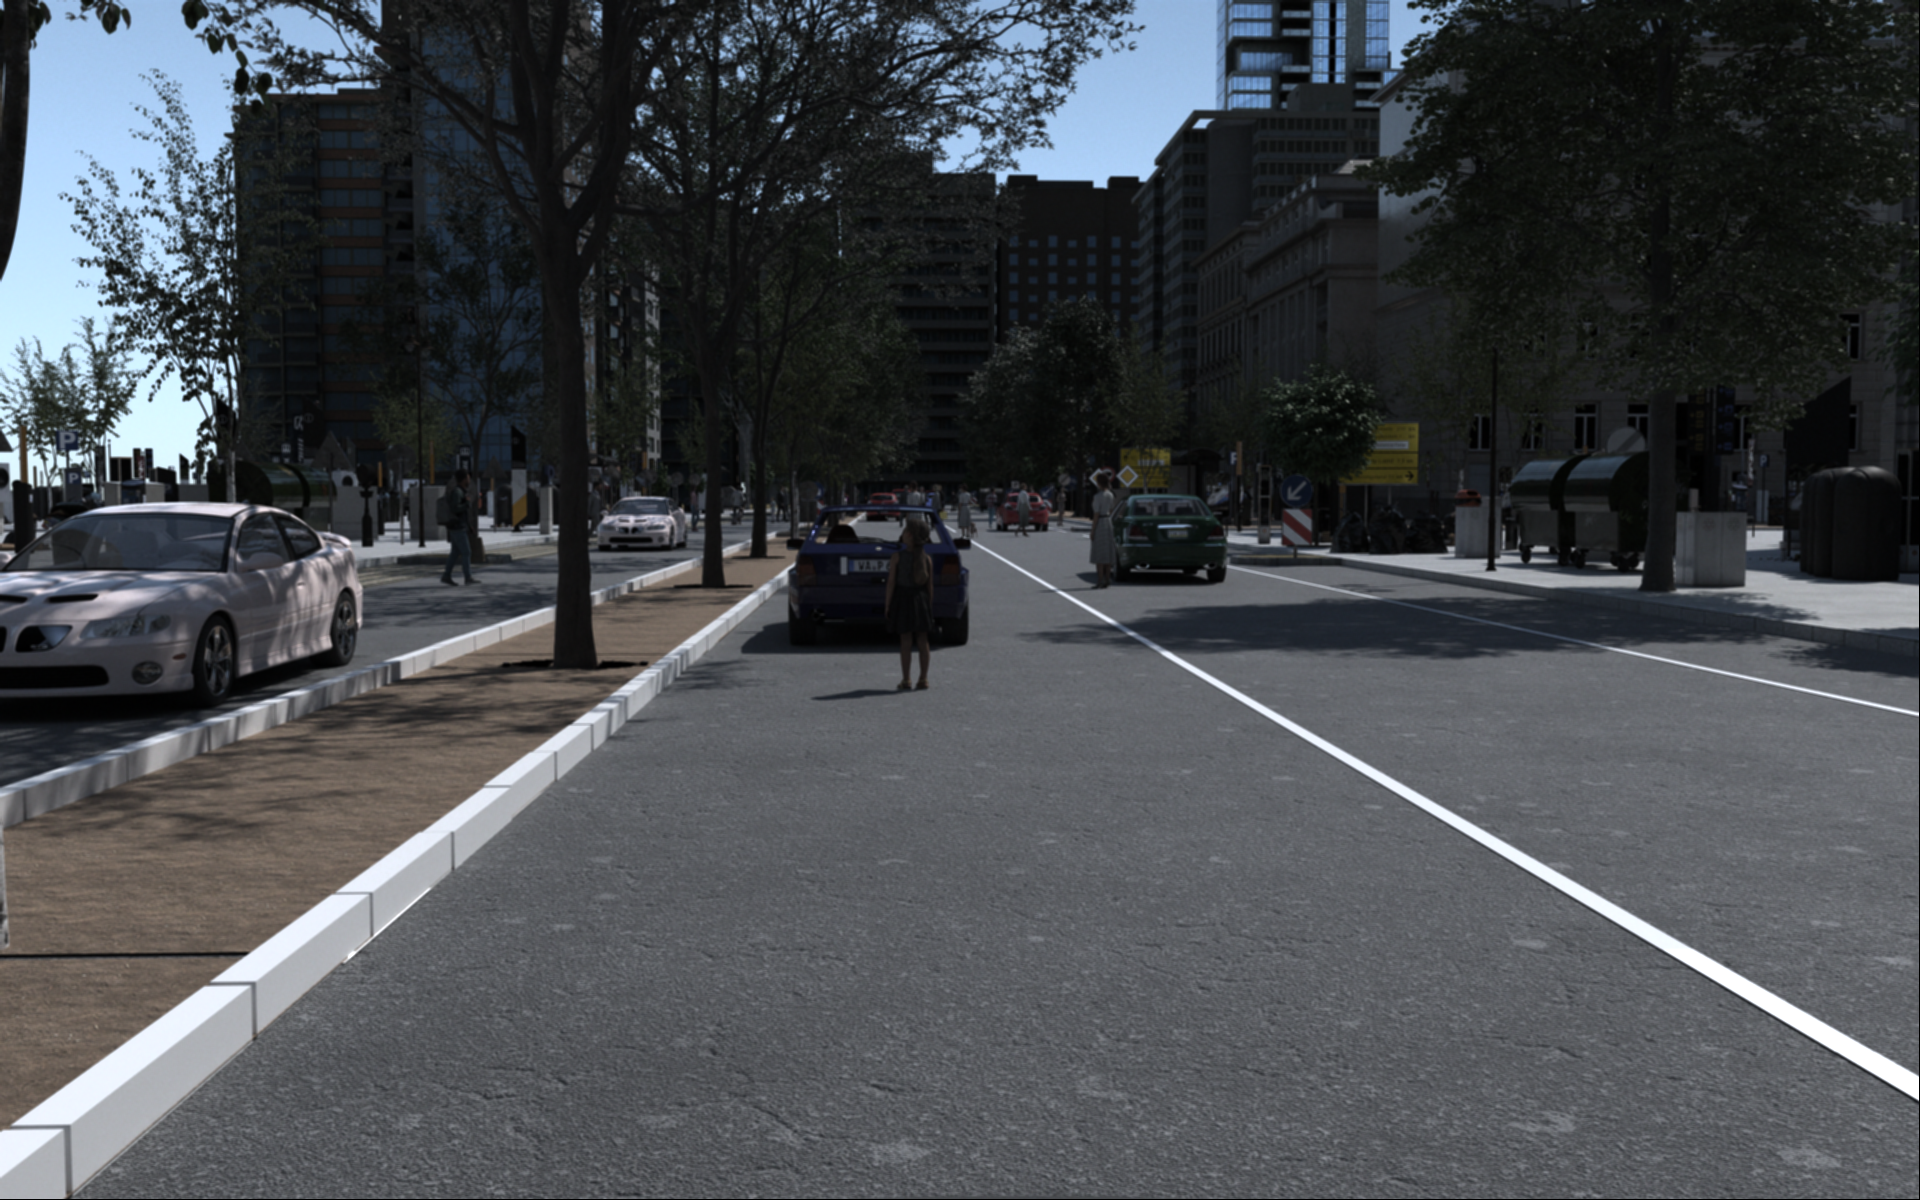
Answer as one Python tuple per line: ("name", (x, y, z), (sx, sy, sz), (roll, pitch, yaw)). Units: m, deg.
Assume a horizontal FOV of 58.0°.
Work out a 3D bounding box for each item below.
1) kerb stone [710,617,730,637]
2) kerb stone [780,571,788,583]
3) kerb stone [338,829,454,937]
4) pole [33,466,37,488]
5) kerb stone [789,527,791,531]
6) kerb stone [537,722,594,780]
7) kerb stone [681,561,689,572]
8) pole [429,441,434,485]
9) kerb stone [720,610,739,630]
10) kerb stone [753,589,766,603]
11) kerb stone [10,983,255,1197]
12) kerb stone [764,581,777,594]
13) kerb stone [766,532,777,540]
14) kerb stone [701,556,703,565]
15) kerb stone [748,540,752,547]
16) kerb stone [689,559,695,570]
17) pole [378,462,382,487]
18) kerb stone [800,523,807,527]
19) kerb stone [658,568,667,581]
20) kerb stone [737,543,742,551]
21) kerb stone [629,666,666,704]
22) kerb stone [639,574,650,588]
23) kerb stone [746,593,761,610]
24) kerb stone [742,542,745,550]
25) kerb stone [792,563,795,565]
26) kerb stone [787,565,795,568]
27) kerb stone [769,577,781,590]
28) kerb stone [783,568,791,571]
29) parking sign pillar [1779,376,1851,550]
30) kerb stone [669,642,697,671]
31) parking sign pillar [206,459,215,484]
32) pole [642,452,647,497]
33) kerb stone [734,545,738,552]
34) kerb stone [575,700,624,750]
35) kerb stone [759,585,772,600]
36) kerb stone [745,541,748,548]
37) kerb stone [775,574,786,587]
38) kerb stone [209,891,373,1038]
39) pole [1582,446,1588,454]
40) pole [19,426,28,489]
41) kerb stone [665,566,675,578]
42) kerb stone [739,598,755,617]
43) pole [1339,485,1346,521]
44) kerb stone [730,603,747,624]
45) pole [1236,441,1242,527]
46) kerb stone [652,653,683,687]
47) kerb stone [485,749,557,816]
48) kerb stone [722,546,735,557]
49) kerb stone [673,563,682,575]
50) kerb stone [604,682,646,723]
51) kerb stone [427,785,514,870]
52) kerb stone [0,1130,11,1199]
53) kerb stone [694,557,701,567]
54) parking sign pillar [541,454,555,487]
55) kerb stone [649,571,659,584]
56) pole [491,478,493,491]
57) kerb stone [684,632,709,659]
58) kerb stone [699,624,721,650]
("kerb stone", (-2.433, 0.305, 17.328), (0.120, 0.150, 1.000), (0, 4, -2))
("kerb stone", (-2.835, -0.326, 27.572), (0.120, 0.150, 1.000), (0, 4, -2))
("kerb stone", (-1.972, 0.986, 6.078), (0.120, 0.150, 1.000), (0, 4, -2))
("pole", (-67.295, -8.088, 126.075), (0.158, 3.312, 0.155), (0, 3, 0))
("kerb stone", (-6.629, -2.865, 69.031), (0.120, 0.150, 1.000), (0, 4, -2))
("kerb stone", (-2.094, 0.801, 9.148), (0.120, 0.150, 1.000), (0, 4, -2))
("kerb stone", (-5.108, -0.575, 31.591), (0.120, 0.150, 1.000), (0, 4, -2))
("pole", (-20.177, -4.427, 66.222), (0.158, 3.312, 0.155), (0, 3, 0))
("kerb stone", (-2.471, 0.238, 18.357), (0.120, 0.150, 1.000), (0, 4, -2))
("kerb stone", (-2.641, -0.011, 22.457), (0.120, 0.150, 1.000), (0, 4, -2))
("kerb stone", (-1.889, 1.111, 4.023), (0.120, 0.150, 1.000), (0, 4, -2))
("kerb stone", (-2.723, -0.140, 24.507), (0.120, 0.150, 1.000), (0, 4, -2))
("kerb stone", (-6.107, -2.076, 56.162), (0.120, 0.150, 1.000), (0, 4, -2))
("kerb stone", (-5.241, -0.760, 34.665), (0.120, 0.150, 1.000), (0, 4, -2))
("kerb stone", (-5.690, -1.452, 45.931), (0.120, 0.150, 1.000), (0, 4, -2))
("kerb stone", (-5.154, -0.637, 32.612), (0.120, 0.150, 1.000), (0, 4, -2))
("pole", (-36.770, -7.095, 109.840), (0.158, 3.312, 0.155), (0, 3, 0))
("kerb stone", (-6.965, -3.366, 77.235), (0.120, 0.150, 1.000), (0, 4, -2))
("kerb stone", (-4.992, -0.387, 28.522), (0.120, 0.150, 1.000), (0, 4, -2))
("kerb stone", (-5.571, -1.261, 42.867), (0.120, 0.150, 1.000), (0, 4, -2))
("kerb stone", (-2.219, 0.611, 12.213), (0.120, 0.150, 1.000), (0, 4, -2))
("kerb stone", (-4.906, -0.262, 26.480), (0.120, 0.150, 1.000), (0, 4, -2))
("kerb stone", (-2.596, 0.049, 21.436), (0.120, 0.150, 1.000), (0, 4, -2))
("kerb stone", (-5.606, -1.326, 43.888), (0.120, 0.150, 1.000), (0, 4, -2))
("kerb stone", (-2.977, -0.513, 30.642), (0.120, 0.150, 1.000), (0, 4, -2))
("kerb stone", (-2.933, -0.453, 29.621), (0.120, 0.150, 1.000), (0, 4, -2))
("kerb stone", (-2.764, -0.204, 25.528), (0.120, 0.150, 1.000), (0, 4, -2))
("kerb stone", (-2.887, -0.389, 28.593), (0.120, 0.150, 1.000), (0, 4, -2))
("parking sign pillar", (19.686, -3.140, 39.811), (1.447, 3.967, 1.447), (2, 4, 24))
("kerb stone", (-2.305, 0.488, 14.255), (0.120, 0.150, 1.000), (0, 4, -2))
("parking sign pillar", (-42.357, -6.758, 98.965), (1.447, 3.967, 1.447), (-3, 5, -44))
("pole", (-15.320, -5.520, 84.098), (0.158, 3.312, 0.155), (0, 3, 0))
("kerb stone", (-5.525, -1.201, 41.834), (0.120, 0.150, 1.000), (0, 4, -2))
("kerb stone", (-2.128, 0.736, 10.169), (0.120, 0.150, 1.000), (0, 4, -2))
("kerb stone", (-2.676, -0.074, 23.486), (0.120, 0.150, 1.000), (0, 4, -2))
("kerb stone", (-5.655, -1.389, 44.909), (0.120, 0.150, 1.000), (0, 4, -2))
("kerb stone", (-2.797, -0.265, 26.549), (0.120, 0.150, 1.000), (0, 4, -2))
("kerb stone", (-1.933, 1.048, 5.057), (0.120, 0.150, 1.000), (0, 4, -2))
("pole", (26.373, -4.852, 73.179), (0.158, 3.312, 0.155), (0, 3, 0))
("pole", (-27.973, -3.543, 51.772), (0.158, 3.312, 0.155), (0, 3, 0))
("kerb stone", (-5.022, -0.449, 29.544), (0.120, 0.150, 1.000), (0, 4, -2))
("kerb stone", (-2.551, 0.109, 20.407), (0.120, 0.150, 1.000), (0, 4, -2))
("pole", (11.468, -3.550, 51.885), (0.158, 3.312, 0.155), (0, 3, 0))
("kerb stone", (-2.509, 0.174, 19.381), (0.120, 0.150, 1.000), (0, 4, -2))
("pole", (10.814, -4.484, 67.160), (0.158, 3.312, 0.155), (0, 3, 0))
("kerb stone", (-2.259, 0.549, 13.234), (0.120, 0.150, 1.000), (0, 4, -2))
("kerb stone", (-2.057, 0.861, 8.120), (0.120, 0.150, 1.000), (0, 4, -2))
("kerb stone", (-5.478, -1.139, 40.814), (0.120, 0.150, 1.000), (0, 4, -2))
("kerb stone", (-5.066, -0.512, 30.565), (0.120, 0.150, 1.000), (0, 4, -2))
("kerb stone", (-2.175, 0.673, 11.192), (0.120, 0.150, 1.000), (0, 4, -2))
("kerb stone", (-2.008, 0.927, 7.100), (0.120, 0.150, 1.000), (0, 4, -2))
("kerb stone", (-1.850, 1.174, 3.002), (0.120, 0.150, 1.000), (0, 4, -2))
("kerb stone", (-5.194, -0.698, 33.644), (0.120, 0.150, 1.000), (0, 4, -2))
("parking sign pillar", (-27.708, -7.835, 116.567), (1.447, 3.967, 1.447), (1, 4, 9))
("kerb stone", (-4.946, -0.324, 27.501), (0.120, 0.150, 1.000), (0, 4, -2))
("pole", (-33.147, -7.886, 122.785), (0.158, 3.312, 0.155), (0, 3, 0))
("kerb stone", (-2.345, 0.423, 15.277), (0.120, 0.150, 1.000), (0, 4, -2))
("kerb stone", (-2.382, 0.361, 16.298), (0.120, 0.150, 1.000), (0, 4, -2))
